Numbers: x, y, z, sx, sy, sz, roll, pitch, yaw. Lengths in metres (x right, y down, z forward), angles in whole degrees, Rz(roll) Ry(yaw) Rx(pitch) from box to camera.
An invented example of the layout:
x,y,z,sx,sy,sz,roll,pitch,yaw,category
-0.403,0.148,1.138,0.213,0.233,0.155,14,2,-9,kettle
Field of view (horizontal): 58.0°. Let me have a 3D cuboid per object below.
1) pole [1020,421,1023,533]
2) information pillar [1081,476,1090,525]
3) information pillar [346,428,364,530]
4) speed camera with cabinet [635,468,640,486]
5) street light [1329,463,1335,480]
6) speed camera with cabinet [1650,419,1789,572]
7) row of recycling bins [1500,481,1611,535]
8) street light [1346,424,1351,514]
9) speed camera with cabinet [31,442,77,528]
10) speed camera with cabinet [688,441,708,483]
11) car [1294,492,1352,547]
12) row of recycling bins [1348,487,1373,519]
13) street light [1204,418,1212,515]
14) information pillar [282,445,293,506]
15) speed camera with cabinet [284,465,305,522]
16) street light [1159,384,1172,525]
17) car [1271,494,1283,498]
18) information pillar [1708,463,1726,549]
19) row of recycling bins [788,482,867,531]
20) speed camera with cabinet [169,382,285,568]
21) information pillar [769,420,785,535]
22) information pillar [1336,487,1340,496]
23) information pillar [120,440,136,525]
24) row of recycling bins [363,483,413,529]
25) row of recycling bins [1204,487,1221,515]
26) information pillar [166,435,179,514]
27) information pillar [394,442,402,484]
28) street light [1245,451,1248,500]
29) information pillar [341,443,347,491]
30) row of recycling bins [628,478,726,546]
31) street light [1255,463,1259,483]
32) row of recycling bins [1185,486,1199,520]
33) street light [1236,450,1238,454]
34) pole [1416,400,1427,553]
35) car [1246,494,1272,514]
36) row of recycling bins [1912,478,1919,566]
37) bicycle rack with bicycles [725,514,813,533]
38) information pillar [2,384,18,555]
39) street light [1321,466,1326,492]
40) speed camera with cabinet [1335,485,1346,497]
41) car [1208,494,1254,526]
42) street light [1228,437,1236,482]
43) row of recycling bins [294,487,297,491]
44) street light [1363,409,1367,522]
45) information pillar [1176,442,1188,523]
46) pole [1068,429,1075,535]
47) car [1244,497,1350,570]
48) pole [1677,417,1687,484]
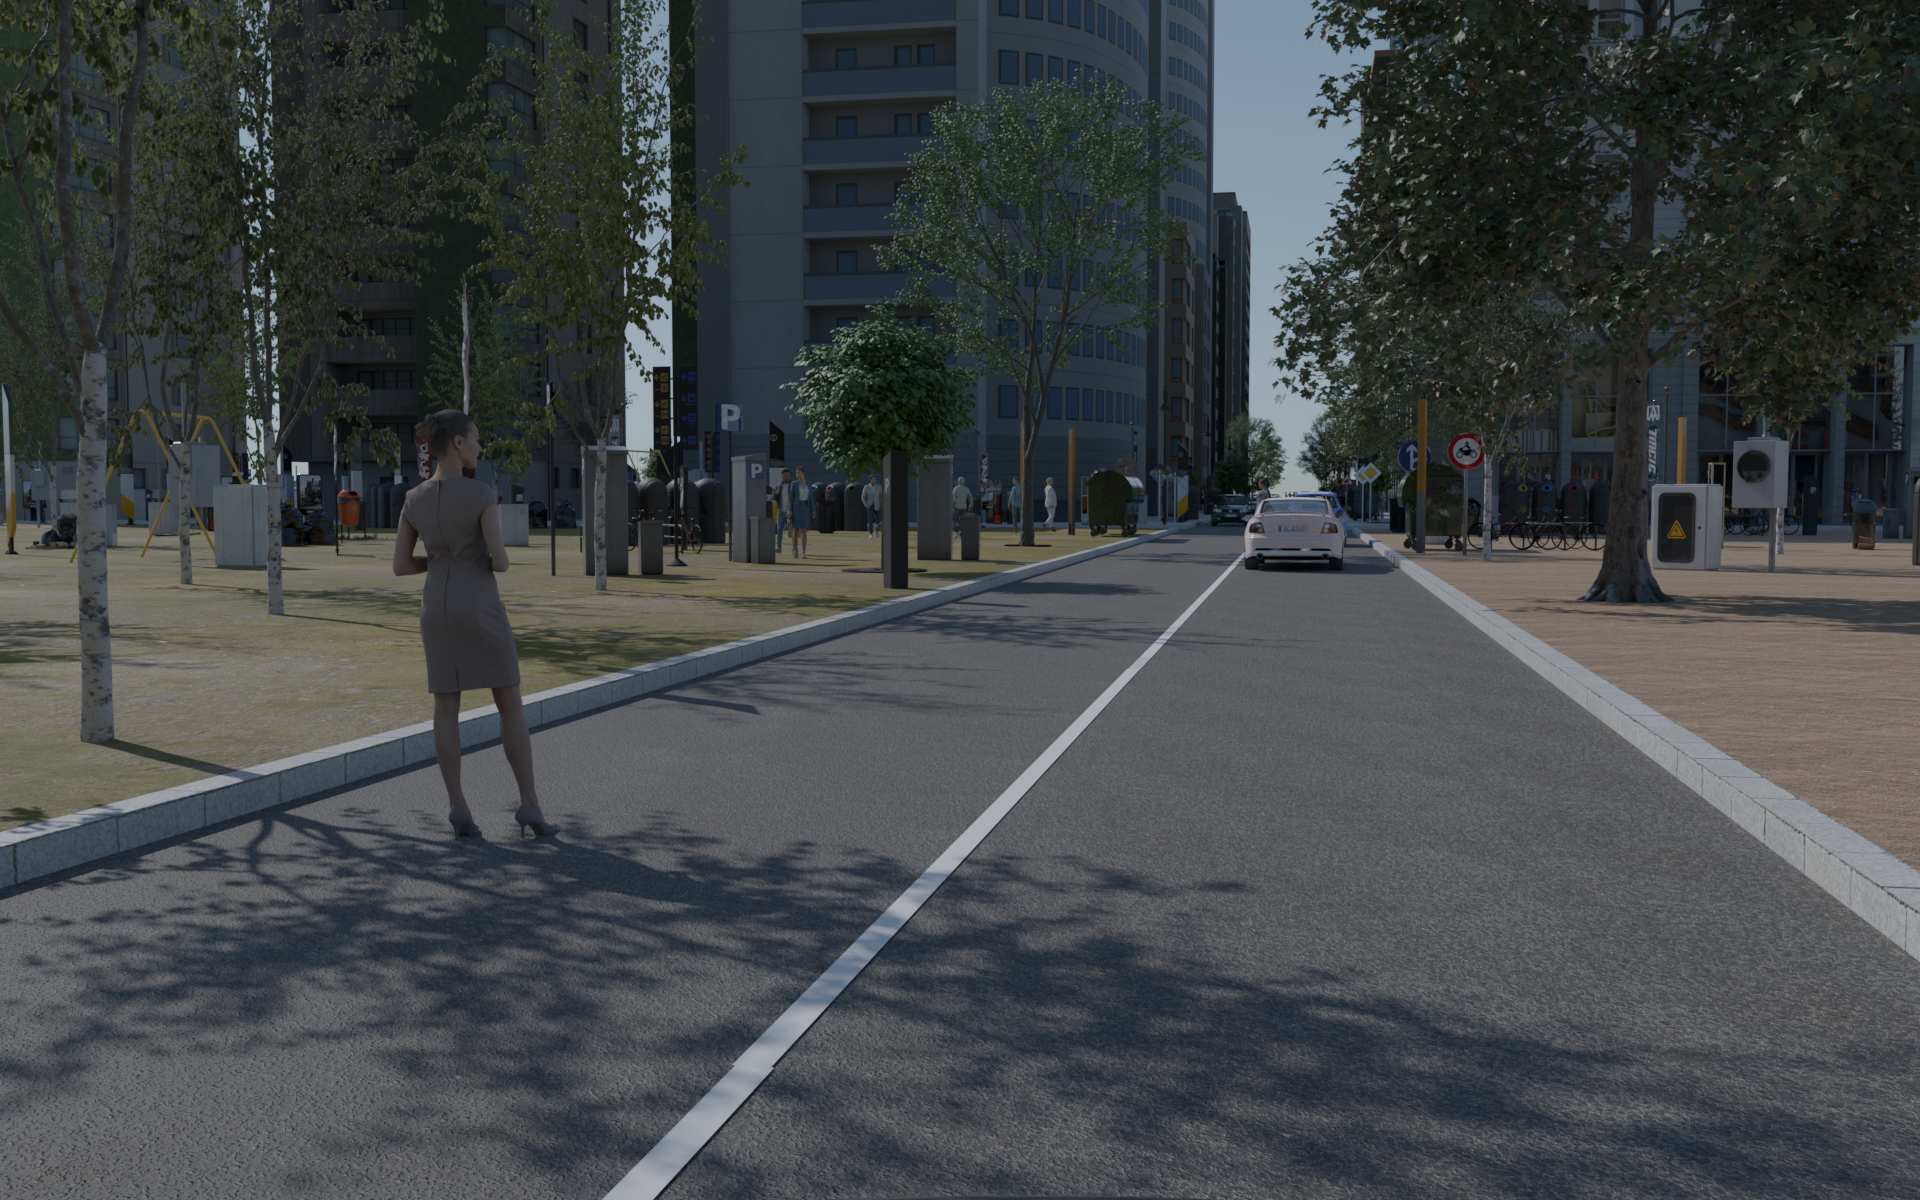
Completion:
x,y,z,sx,sy,sz,roll,pitch,yaw,category
1.793,-3.342,48.488,0.158,3.312,0.155,0,3,0,pole
5.243,-4.148,72.305,0.304,2.012,0.304,1,4,18,information pillar
-21.344,-4.278,61.294,0.183,3.616,0.504,1,4,21,information pillar
-27.336,-9.070,142.629,0.660,3.252,2.038,3,5,42,speed camera with cabinet
33.603,-11.169,155.399,0.468,5.910,1.993,1,4,11,street light
12.623,-2.109,28.819,0.660,3.252,2.038,-3,5,-42,speed camera with cabinet
19.076,-2.944,55.242,3.534,1.692,1.069,1,4,8,row of recycling bins
25.195,-8.529,112.244,0.468,5.910,1.993,1,4,11,street light
-34.091,-4.370,65.785,2.038,3.252,0.660,0,4,-5,speed camera with cabinet
-9.656,-4.364,65.692,0.660,3.252,2.038,1,4,19,speed camera with cabinet
9.940,-2.372,48.366,1.945,1.707,3.694,1,4,13,car
20.993,-5.128,90.956,1.069,1.692,3.534,0,4,5,row of recycling bins
15.097,-8.112,105.421,0.468,5.910,1.993,1,4,11,street light
-31.804,-5.537,81.877,0.183,3.616,0.504,2,4,34,information pillar
-30.587,-5.233,79.902,2.038,3.252,0.660,1,4,18,speed camera with cabinet
8.603,-6.112,72.726,0.468,5.910,1.993,1,4,11,street light
34.144,-10.822,188.740,2.131,1.459,4.920,1,4,12,car
17.721,-2.208,40.594,0.304,2.012,0.304,1,4,8,information pillar
-4.649,-3.283,60.787,3.534,1.692,1.069,3,4,38,row of recycling bins
-13.045,-2.222,30.663,2.038,3.252,0.660,2,4,25,speed camera with cabinet
-5.794,-3.877,54.748,0.504,3.616,0.183,0,4,-2,information pillar
29.913,-8.111,137.103,0.304,2.012,0.304,0,4,-3,information pillar
-34.261,-4.888,71.273,0.504,3.616,0.183,-2,4,-35,information pillar
-21.738,-3.589,65.790,1.069,1.692,3.534,-3,5,-39,row of recycling bins
15.994,-6.284,109.855,1.069,1.692,3.534,1,4,13,row of recycling bins
-31.101,-4.716,68.458,0.504,3.616,0.183,0,4,-8,information pillar
-25.388,-5.320,78.341,0.504,3.616,0.183,3,4,37,information pillar
29.777,-12.675,180.030,0.468,5.910,1.993,1,4,11,street light
-28.195,-5.383,79.369,0.183,3.616,0.504,0,4,2,information pillar
-7.458,-2.260,44.057,3.534,1.692,1.069,-3,5,-45,row of recycling bins
39.602,-15.730,229.966,0.468,5.910,1.993,1,4,11,street light
11.556,-4.955,88.119,1.069,1.692,3.534,0,4,4,row of recycling bins
23.494,-10.711,147.919,0.468,5.910,1.993,1,4,11,street light
10.013,-2.674,37.559,0.158,3.312,0.155,0,3,0,pole
19.308,-6.078,111.166,2.131,1.459,4.920,1,4,9,car
18.808,-1.479,31.289,3.534,1.692,1.069,-1,4,-19,row of recycling bins
-6.567,-2.670,57.039,2.925,0.926,2.852,1,4,13,bicycle rack with bicycles
-20.127,-2.772,36.676,0.183,3.616,0.504,-3,5,-41,information pillar
46.321,-15.080,219.338,0.468,5.910,1.993,1,4,11,street light
30.416,-8.805,138.290,0.660,3.252,2.038,0,4,-1,speed camera with cabinet
12.242,-4.188,78.255,2.009,1.686,4.222,1,4,9,car
21.405,-10.077,137.544,0.468,5.910,1.993,1,4,11,street light
-37.153,-5.727,100.745,3.534,1.692,1.069,-1,4,-20,row of recycling bins
18.709,-6.551,79.891,0.468,5.910,1.993,1,4,11,street light
10.016,-5.297,77.956,0.504,3.616,0.183,1,4,13,information pillar
3.485,-3.677,53.962,0.158,3.312,0.155,0,3,0,pole
6.602,-1.327,34.057,2.083,1.381,4.827,1,4,12,car
19.197,-3.196,46.097,0.158,3.312,0.155,0,3,0,pole
